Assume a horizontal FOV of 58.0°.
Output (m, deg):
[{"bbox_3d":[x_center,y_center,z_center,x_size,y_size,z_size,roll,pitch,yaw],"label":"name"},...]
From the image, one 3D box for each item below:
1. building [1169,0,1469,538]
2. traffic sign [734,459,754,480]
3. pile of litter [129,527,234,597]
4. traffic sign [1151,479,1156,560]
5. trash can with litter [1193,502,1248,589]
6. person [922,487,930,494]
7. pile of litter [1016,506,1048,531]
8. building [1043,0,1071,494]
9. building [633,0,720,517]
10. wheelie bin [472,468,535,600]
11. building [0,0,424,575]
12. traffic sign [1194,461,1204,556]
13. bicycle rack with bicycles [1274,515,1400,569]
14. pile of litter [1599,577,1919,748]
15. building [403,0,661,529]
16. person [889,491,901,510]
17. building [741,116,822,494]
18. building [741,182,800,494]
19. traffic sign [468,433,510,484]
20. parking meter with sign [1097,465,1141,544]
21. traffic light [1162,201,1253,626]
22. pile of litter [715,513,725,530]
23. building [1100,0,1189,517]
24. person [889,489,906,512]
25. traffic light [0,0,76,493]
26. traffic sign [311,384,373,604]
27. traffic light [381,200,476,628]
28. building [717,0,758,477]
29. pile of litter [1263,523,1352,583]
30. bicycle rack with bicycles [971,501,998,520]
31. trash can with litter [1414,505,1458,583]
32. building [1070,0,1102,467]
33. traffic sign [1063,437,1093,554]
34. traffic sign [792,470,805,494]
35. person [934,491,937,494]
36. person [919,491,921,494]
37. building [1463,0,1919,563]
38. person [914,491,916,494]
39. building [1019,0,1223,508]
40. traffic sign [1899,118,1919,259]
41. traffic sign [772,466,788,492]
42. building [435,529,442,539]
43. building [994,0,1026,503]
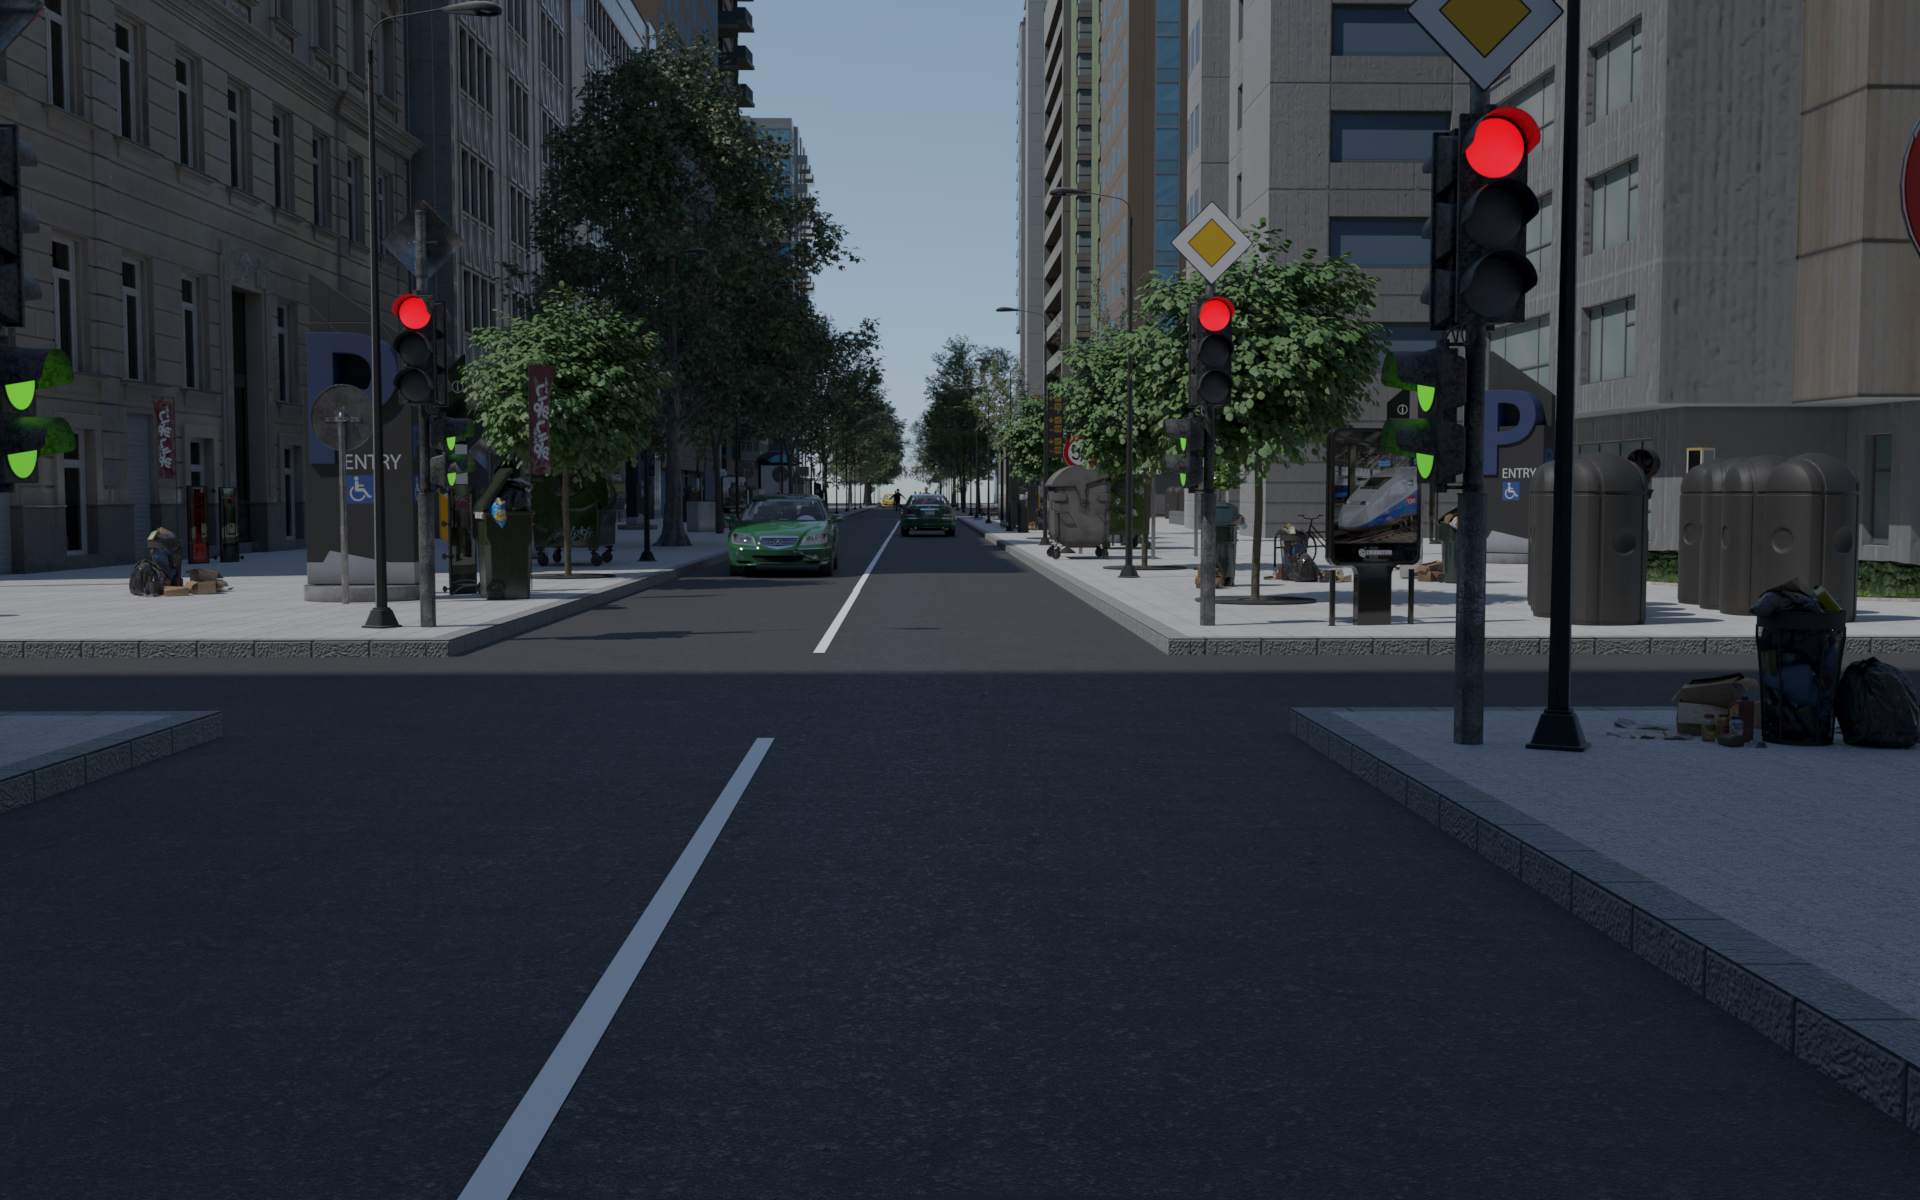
[{"bbox_3d":[18.972,-31.842,62.620,21.231,58.520,28.212,0,4,-1],"label":"building"},{"bbox_3d":[-7.948,-3.894,63.768,0.768,2.556,0.104,0,4,4],"label":"traffic sign"},{"bbox_3d":[-10.009,-0.515,22.387,1.176,0.858,1.719,1,4,19],"label":"pile of litter"},{"bbox_3d":[3.787,-2.064,33.858,0.768,2.556,0.104,0,4,6],"label":"traffic sign"},{"bbox_3d":[3.570,-0.761,23.835,0.624,1.170,1.055,1,4,18],"label":"trash can with litter"},{"bbox_3d":[-1.886,-5.409,96.878,1.348,1.831,0.705,0,4,-4],"label":"person"},{"bbox_3d":[2.795,-2.902,61.406,1.719,0.858,1.176,0,4,-4],"label":"pile of litter"},{"bbox_3d":[18.589,-32.136,149.125,21.300,48.544,21.600,0,4,-1],"label":"building"},{"bbox_3d":[-23.372,-28.268,112.292,14.600,45.320,14.200,0,4,-1],"label":"building"},{"bbox_3d":[-5.583,-0.816,21.252,0.693,1.594,0.980,-2,4,-26],"label":"wheelie bin"},{"bbox_3d":[-20.846,-14.621,36.317,12.463,27.353,25.104,0,4,-1],"label":"building"},{"bbox_3d":[4.853,-2.167,35.544,0.768,2.556,0.104,0,4,2],"label":"traffic sign"},{"bbox_3d":[6.965,-1.032,30.251,2.925,0.926,2.852,-3,5,-41],"label":"bicycle rack with bicycles"},{"bbox_3d":[4.330,0.292,9.185,1.719,0.858,1.176,2,4,24],"label":"pile of litter"},{"bbox_3d":[-21.227,-15.948,78.770,12.078,24.808,19.932,0,4,-1],"label":"building"},{"bbox_3d":[-5.906,-9.093,157.695,1.217,1.766,0.721,-1,4,-23],"label":"person"},{"bbox_3d":[-30.088,-36.844,222.009,23.786,49.044,30.456,0,4,-1],"label":"building"},{"bbox_3d":[-34.406,-30.721,194.166,32.217,40.220,23.993,0,4,-1],"label":"building"},{"bbox_3d":[-8.342,-1.808,30.750,0.795,2.450,0.064,0,4,6],"label":"traffic sign"},{"bbox_3d":[4.111,-2.994,45.214,0.543,3.016,1.738,-2,4,-32],"label":"parking meter with sign"},{"bbox_3d":[2.398,-1.705,16.792,0.839,4.253,0.868,0,4,-1],"label":"traffic light"},{"bbox_3d":[-9.129,-2.963,62.405,1.176,0.858,1.719,2,4,34],"label":"pile of litter"},{"bbox_3d":[16.015,-27.695,102.924,14.600,45.320,14.200,0,4,-1],"label":"building"},{"bbox_3d":[-4.876,-7.829,136.139,1.348,1.869,0.705,0,4,5],"label":"person"},{"bbox_3d":[-4.908,-1.204,8.604,0.839,4.253,0.868,0,4,-1],"label":"traffic light"},{"bbox_3d":[-7.170,-1.225,20.135,0.768,2.556,0.104,0,4,3],"label":"traffic sign"},{"bbox_3d":[-5.111,-1.692,16.586,0.839,4.253,0.868,0,4,-1],"label":"traffic light"},{"bbox_3d":[-27.591,-29.337,134.290,22.147,44.769,28.867,0,4,-1],"label":"building"},{"bbox_3d":[5.154,-0.721,25.756,1.176,0.858,1.719,0,4,-6],"label":"pile of litter"},{"bbox_3d":[2.252,-4.461,86.323,2.925,0.926,2.852,1,4,17],"label":"bicycle rack with bicycles"},{"bbox_3d":[7.010,-0.838,25.092,0.624,1.170,1.055,-2,4,-32],"label":"trash can with litter"},{"bbox_3d":[15.240,-27.392,131.449,14.154,41.232,14.086,0,4,-1],"label":"building"},{"bbox_3d":[2.583,-2.256,36.990,0.768,2.556,0.104,0,4,4],"label":"traffic sign"},{"bbox_3d":[-8.697,-5.634,92.124,0.884,2.594,0.081,0,4,5],"label":"traffic sign"},{"bbox_3d":[-2.049,-8.213,143.718,0.436,1.711,0.756,3,4,39],"label":"person"},{"bbox_3d":[-4.588,-11.707,200.638,1.217,1.736,0.721,0,4,-6],"label":"person"},{"bbox_3d":[19.132,-21.425,33.889,14.086,41.232,14.154,0,4,-1],"label":"building"},{"bbox_3d":[-6.005,-13.580,230.557,0.705,1.821,1.348,1,4,10],"label":"person"},{"bbox_3d":[17.581,-40.565,205.241,21.231,58.520,28.212,0,4,-1],"label":"building"},{"bbox_3d":[3.079,-0.302,5.038,0.768,2.556,0.104,0,4,3],"label":"traffic sign"},{"bbox_3d":[-8.159,-4.797,78.545,0.768,2.556,0.104,1,4,8],"label":"traffic sign"},{"bbox_3d":[-20.703,-14.731,58.882,12.078,24.808,19.932,0,4,-1],"label":"building"},{"bbox_3d":[16.453,-56.361,234.170,22.319,86.520,31.000,0,4,-1],"label":"building"}]
